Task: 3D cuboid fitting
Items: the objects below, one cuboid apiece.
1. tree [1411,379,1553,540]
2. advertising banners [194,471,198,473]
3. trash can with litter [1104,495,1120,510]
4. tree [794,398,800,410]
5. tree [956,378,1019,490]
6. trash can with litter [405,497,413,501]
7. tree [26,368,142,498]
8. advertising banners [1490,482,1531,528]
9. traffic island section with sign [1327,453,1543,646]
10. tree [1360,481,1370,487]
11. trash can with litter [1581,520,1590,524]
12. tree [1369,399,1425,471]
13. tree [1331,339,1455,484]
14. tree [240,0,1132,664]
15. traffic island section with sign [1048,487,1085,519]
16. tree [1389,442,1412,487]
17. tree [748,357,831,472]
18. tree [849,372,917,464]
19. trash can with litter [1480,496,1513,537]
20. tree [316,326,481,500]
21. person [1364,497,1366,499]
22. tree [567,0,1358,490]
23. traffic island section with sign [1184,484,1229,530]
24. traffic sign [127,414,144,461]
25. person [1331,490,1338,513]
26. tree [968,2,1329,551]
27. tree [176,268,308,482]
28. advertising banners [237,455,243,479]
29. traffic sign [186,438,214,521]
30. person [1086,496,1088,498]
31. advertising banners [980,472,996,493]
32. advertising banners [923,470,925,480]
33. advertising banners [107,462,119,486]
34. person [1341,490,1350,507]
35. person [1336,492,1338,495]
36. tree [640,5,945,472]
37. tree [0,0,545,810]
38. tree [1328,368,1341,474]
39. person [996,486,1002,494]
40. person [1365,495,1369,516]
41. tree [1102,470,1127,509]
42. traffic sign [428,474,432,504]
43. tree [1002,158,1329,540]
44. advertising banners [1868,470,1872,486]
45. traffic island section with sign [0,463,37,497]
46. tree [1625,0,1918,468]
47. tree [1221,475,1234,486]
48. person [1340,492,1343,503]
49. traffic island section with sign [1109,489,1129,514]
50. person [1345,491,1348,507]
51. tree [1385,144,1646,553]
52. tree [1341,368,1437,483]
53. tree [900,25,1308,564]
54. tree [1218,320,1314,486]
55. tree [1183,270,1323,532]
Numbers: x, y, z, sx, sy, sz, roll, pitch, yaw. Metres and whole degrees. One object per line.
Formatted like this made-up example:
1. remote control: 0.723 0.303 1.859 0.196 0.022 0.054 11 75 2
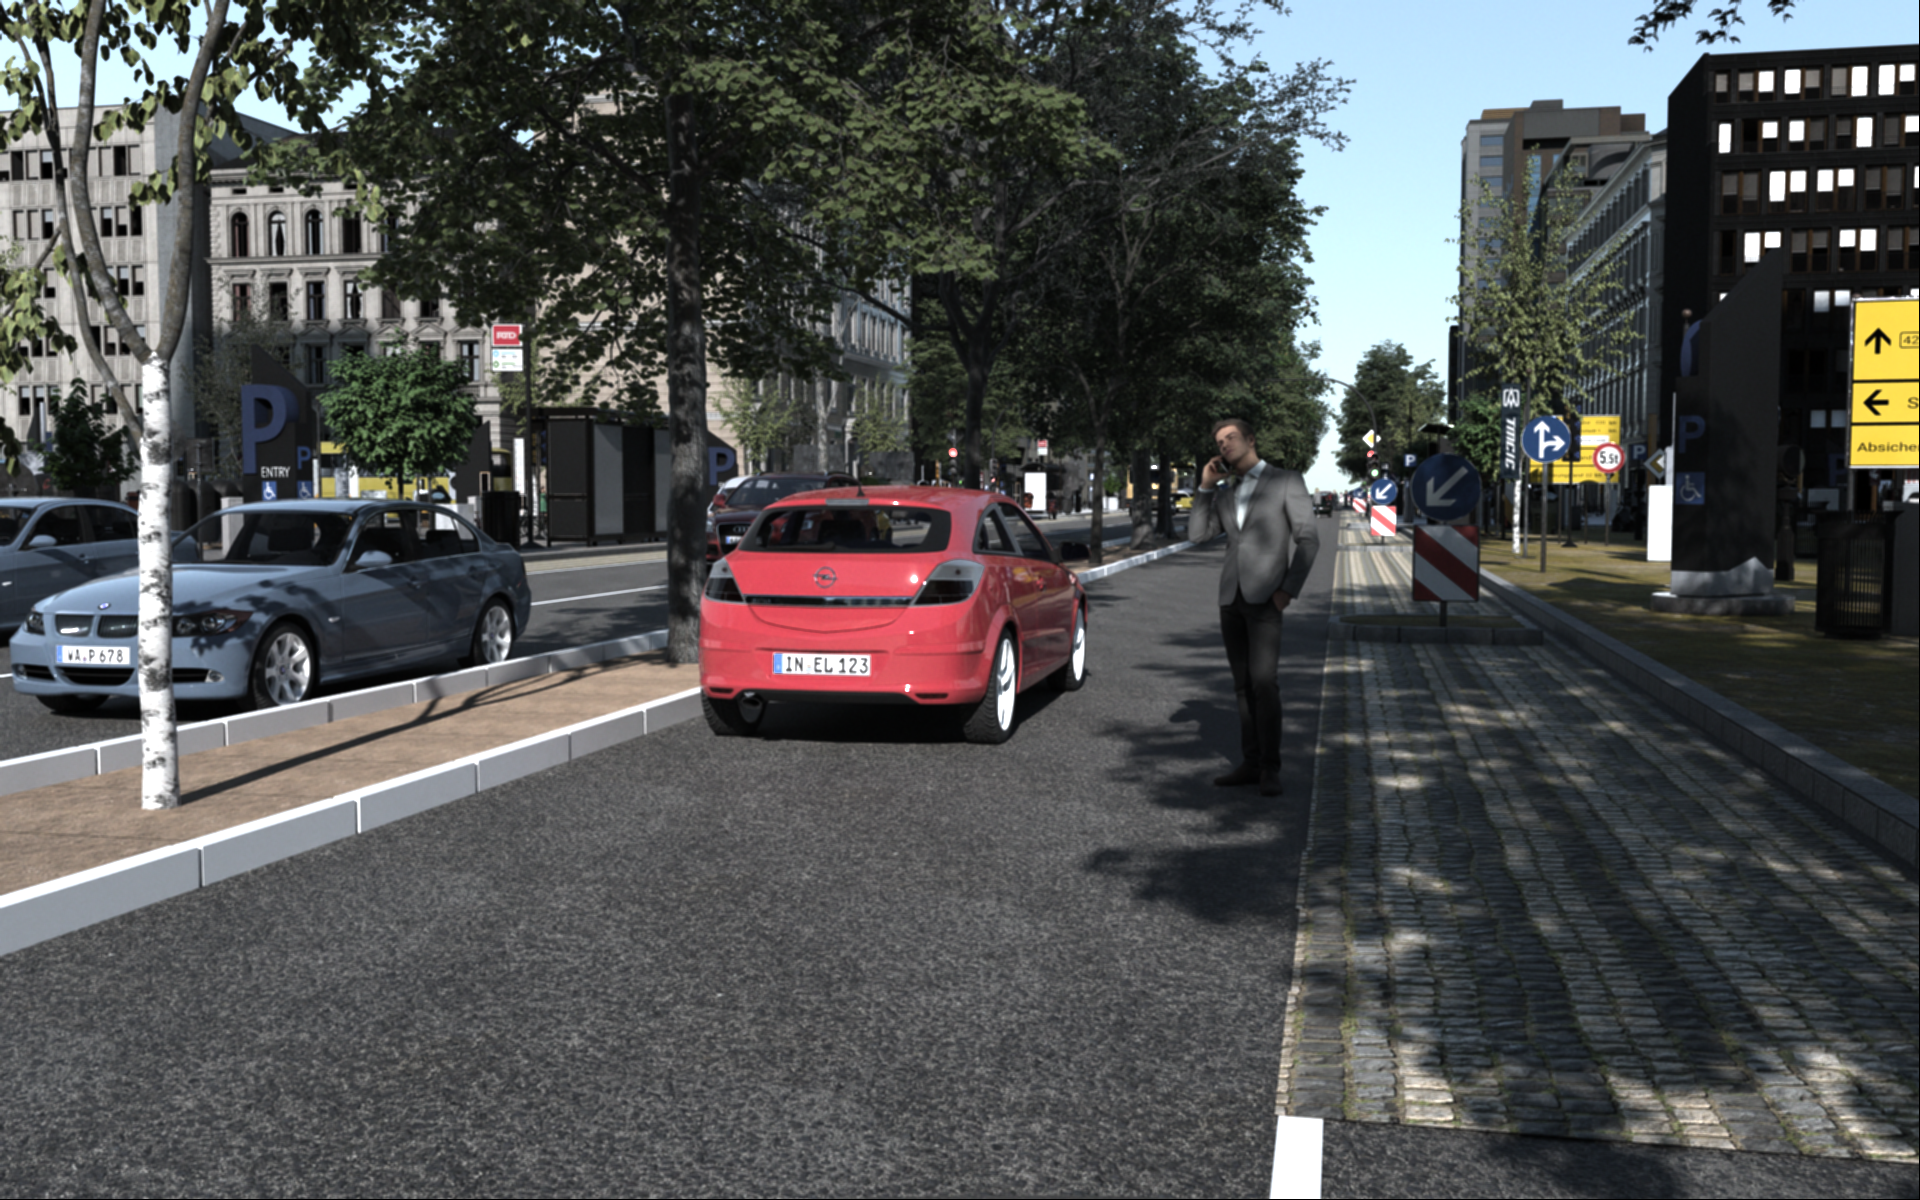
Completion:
1. tree: 15.372 -3.986 48.890 4.285 4.588 4.351 0 3 0
2. advertising banners: -35.512 -5.078 79.208 0.090 3.025 2.074 2 4 33
3. trash can with litter: 11.998 -7.886 139.989 2.233 1.210 1.678 -1 4 -11
4. tree: -10.291 -8.250 85.243 4.737 8.622 4.395 0 3 0
5. tree: 1.683 -8.798 94.213 4.360 8.622 3.978 0 3 0
6. trash can with litter: -20.642 -3.333 65.884 1.055 1.170 0.624 -2 4 -28
7. tree: -13.340 -1.926 26.084 1.663 3.219 1.824 0 3 0
8. advertising banners: 20.724 -4.230 65.344 2.074 3.025 0.090 -2 4 -24
9. traffic island section with sign: 4.717 -0.536 17.387 1.989 1.847 2.006 1 4 12
10. tree: 55.728 -15.169 231.726 4.285 4.588 4.351 0 3 0
11. trash can with litter: 27.147 -3.991 76.318 2.233 1.210 1.678 -3 4 -38
12. tree: 33.273 -11.067 131.306 4.360 8.622 3.978 0 3 0
13. tree: 35.522 -14.321 140.796 9.857 13.997 8.962 0 3 0
14. tree: -2.268 -5.707 13.894 7.486 12.596 7.792 0 3 0
15. traffic island section with sign: 6.210 -5.618 100.488 1.989 1.847 2.006 1 4 12
16. tree: 24.586 -6.631 92.131 4.285 4.588 4.351 0 3 0
17. tree: -8.605 -8.538 89.956 4.360 8.622 3.978 0 3 0
18. tree: -4.972 -9.489 105.507 4.737 8.622 4.395 0 3 0
19. trash can with litter: 16.233 -2.564 52.981 1.678 1.210 2.233 1 4 19
20. tree: -10.940 -3.079 34.059 4.285 4.588 4.351 0 3 0
21. person: 33.226 -8.079 141.599 0.522 1.701 0.512 1 4 10
22. tree: 0.191 -6.807 24.125 12.009 13.543 11.850 0 3 0
23. traffic island section with sign: 10.057 -3.745 69.361 2.006 1.907 1.989 1 4 12
24. traffic sign: -12.849 -1.666 27.338 0.768 2.556 0.104 1 4 19
25. person: 29.117 -7.695 134.727 0.576 1.772 0.534 1 4 14
26. tree: 4.626 -8.209 43.322 9.857 13.997 8.962 0 3 0
27. tree: -23.272 -6.498 56.608 4.360 8.622 3.978 0 3 0
28. advertising banners: -31.228 -4.953 77.175 2.074 3.025 0.090 0 4 8
29. traffic sign: -13.820 -1.796 31.500 0.606 2.300 0.079 1 4 18
30. person: 17.534 -13.906 235.996 0.705 1.807 1.348 2 4 26
31. advertising banners: 2.314 -8.628 137.251 2.074 3.025 0.090 -2 4 -28
32. advertising banners: -2.977 -7.888 125.149 0.090 3.025 2.074 1 4 23
33. advertising banners: -26.690 -3.499 53.404 0.090 3.025 2.074 1 4 22
34. person: 42.622 -11.204 191.310 1.348 1.869 0.705 -1 4 -19
35. person: 63.660 -17.345 293.013 0.541 1.710 0.530 2 4 30
36. tree: -6.101 -12.601 61.908 12.611 20.169 13.585 0 3 0
37. tree: -3.624 -3.366 7.861 4.737 8.622 4.395 0 3 0
38. tree: 15.043 -10.536 91.735 9.611 12.733 9.660 0 3 0
39. person: 1.838 -4.481 81.865 0.391 1.810 0.635 0 4 -7
40. person: 25.041 -5.954 106.022 0.466 1.800 0.511 1 4 23
41. tree: 12.024 -8.698 136.817 1.663 3.219 1.824 0 3 0
42. traffic sign: -12.080 -2.408 39.473 0.768 2.556 0.104 1 4 18
43. tree: 6.447 -8.243 54.243 9.611 12.733 9.660 0 3 0
44. advertising banners: 29.483 -3.573 54.612 0.090 3.025 2.074 -2 4 -25
45. traffic island section with sign: -11.543 -0.713 20.292 1.989 1.847 2.006 1 4 12
46. tree: 5.470 -4.462 7.359 7.601 10.594 8.767 1 4 21
47. tree: 43.118 -19.957 276.651 4.737 8.622 4.395 0 3 0
48. person: 60.501 -16.250 274.863 0.551 1.740 0.621 1 4 12
49. traffic island section with sign: 12.036 -7.228 126.808 1.989 1.847 2.006 1 4 12
50. person: 39.205 -10.172 175.727 0.530 1.710 0.541 3 5 40
51. tree: 12.325 -5.333 37.562 4.737 8.622 4.395 0 3 0
52. tree: 38.449 -14.486 153.855 9.611 12.733 9.660 0 3 0
53. tree: 2.661 -5.983 34.696 8.767 10.594 7.601 1 4 12
54. tree: 12.912 -9.911 82.636 7.486 12.596 7.792 0 3 0
55. tree: 8.872 -8.333 64.462 9.928 11.665 9.643 0 3 0
